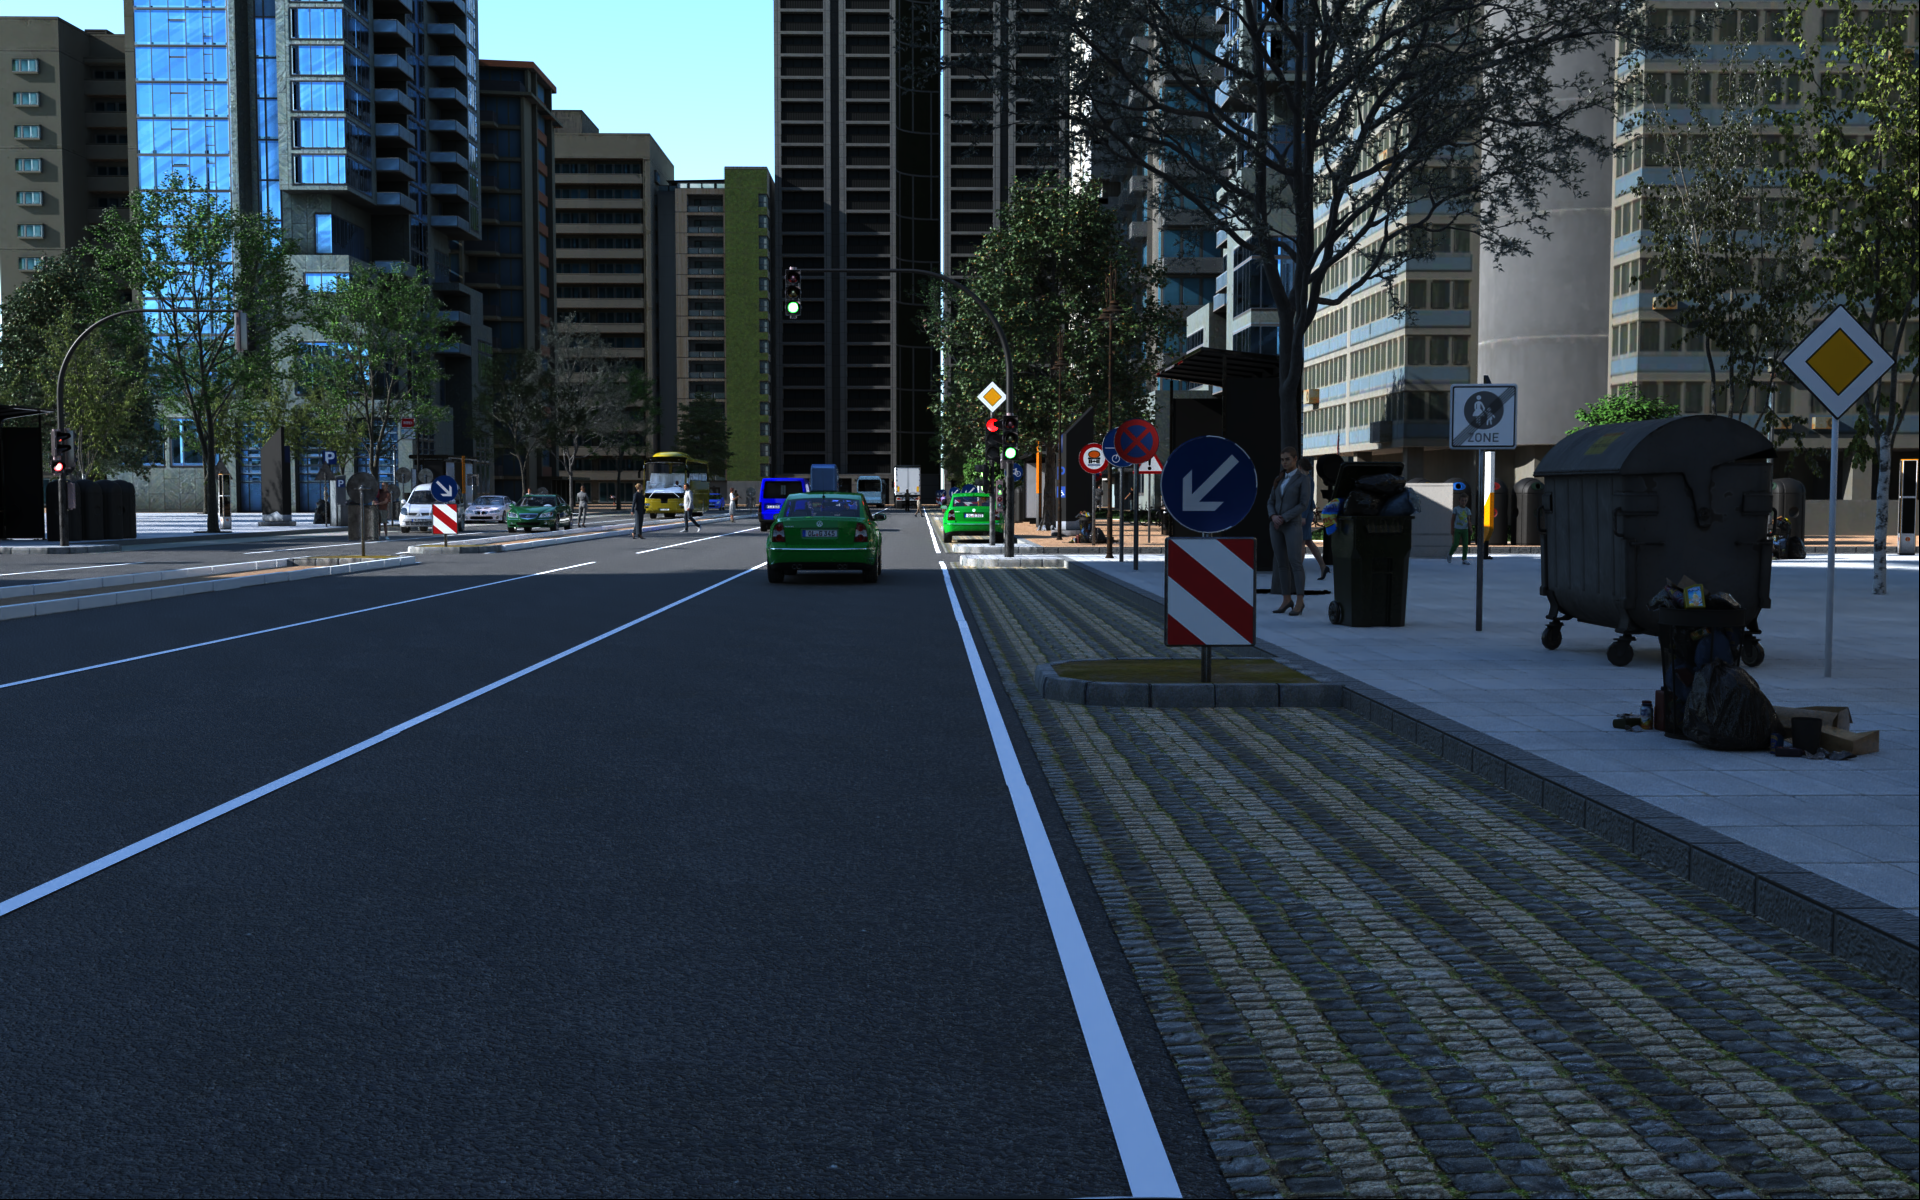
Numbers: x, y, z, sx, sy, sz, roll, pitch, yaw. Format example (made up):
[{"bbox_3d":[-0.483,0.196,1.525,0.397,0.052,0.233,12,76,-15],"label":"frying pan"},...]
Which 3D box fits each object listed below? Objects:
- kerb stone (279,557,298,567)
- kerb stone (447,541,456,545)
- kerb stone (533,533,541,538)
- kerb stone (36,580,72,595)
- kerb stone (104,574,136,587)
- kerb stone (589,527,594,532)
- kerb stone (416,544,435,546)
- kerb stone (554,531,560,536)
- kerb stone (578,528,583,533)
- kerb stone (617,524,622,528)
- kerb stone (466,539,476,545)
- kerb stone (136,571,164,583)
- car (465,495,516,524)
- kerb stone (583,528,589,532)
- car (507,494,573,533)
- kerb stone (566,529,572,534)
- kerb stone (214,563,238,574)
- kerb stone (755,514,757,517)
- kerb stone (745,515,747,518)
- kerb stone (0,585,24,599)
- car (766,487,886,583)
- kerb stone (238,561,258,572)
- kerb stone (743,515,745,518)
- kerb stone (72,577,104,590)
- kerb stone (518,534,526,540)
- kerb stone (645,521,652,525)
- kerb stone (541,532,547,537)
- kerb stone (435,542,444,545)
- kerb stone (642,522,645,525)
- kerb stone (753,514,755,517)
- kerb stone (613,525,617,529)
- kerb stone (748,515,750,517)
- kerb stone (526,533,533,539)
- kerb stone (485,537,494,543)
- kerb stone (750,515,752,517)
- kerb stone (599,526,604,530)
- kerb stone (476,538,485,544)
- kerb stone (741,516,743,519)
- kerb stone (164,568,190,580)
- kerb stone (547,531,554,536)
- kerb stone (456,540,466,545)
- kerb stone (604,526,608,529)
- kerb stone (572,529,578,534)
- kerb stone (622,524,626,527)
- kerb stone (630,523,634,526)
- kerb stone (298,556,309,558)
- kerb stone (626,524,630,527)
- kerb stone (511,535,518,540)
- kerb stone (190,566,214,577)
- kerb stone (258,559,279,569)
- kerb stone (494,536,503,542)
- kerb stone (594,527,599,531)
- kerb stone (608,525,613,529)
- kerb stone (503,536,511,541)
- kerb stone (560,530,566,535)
[{"bbox_3d":[-13.362,-0.734,34.202,0.120,0.150,1.000,0,4,-1],"label":"kerb stone"},{"bbox_3d":[-13.643,-1.455,46.010,0.120,0.150,1.000,0,4,-1],"label":"kerb stone"},{"bbox_3d":[-13.882,-2.085,56.278,0.120,0.150,1.000,0,4,-1],"label":"kerb stone"},{"bbox_3d":[-13.142,-0.166,24.968,0.120,0.150,1.000,0,4,-1],"label":"kerb stone"},{"bbox_3d":[-13.188,-0.295,27.019,0.120,0.150,1.000,0,4,-1],"label":"kerb stone"},{"bbox_3d":[-14.102,-2.644,65.513,0.120,0.150,1.000,0,4,-1],"label":"kerb stone"},{"bbox_3d":[-13.603,-1.331,43.964,0.120,0.150,1.000,0,4,-1],"label":"kerb stone"},{"bbox_3d":[-13.954,-2.272,59.367,0.120,0.150,1.000,0,4,-1],"label":"kerb stone"},{"bbox_3d":[-14.050,-2.524,63.464,0.120,0.150,1.000,0,4,-1],"label":"kerb stone"},{"bbox_3d":[-14.251,-3.018,71.669,0.120,0.150,1.000,0,4,-1],"label":"kerb stone"},{"bbox_3d":[-13.683,-1.582,48.062,0.120,0.150,1.000,0,4,-1],"label":"kerb stone"},{"bbox_3d":[-13.218,-0.358,28.053,0.120,0.150,1.000,0,4,-1],"label":"kerb stone"},{"bbox_3d":[-23.000,-4.449,85.098,2.083,1.381,4.827,0,4,-3],"label":"car"},{"bbox_3d":[-14.081,-2.587,64.491,0.120,0.150,1.000,0,4,-1],"label":"kerb stone"},{"bbox_3d":[-15.947,-3.308,65.882,2.131,1.459,4.920,0,4,-2],"label":"car"},{"bbox_3d":[-14.002,-2.399,61.411,0.120,0.150,1.000,0,4,-1],"label":"kerb stone"},{"bbox_3d":[-13.286,-0.546,31.124,0.120,0.150,1.000,0,4,-1],"label":"kerb stone"},{"bbox_3d":[-13.013,-5.284,108.592,0.120,0.150,1.000,0,4,-1],"label":"kerb stone"},{"bbox_3d":[-12.870,-4.908,102.439,0.120,0.150,1.000,0,4,-1],"label":"kerb stone"},{"bbox_3d":[-13.131,-0.107,23.946,0.120,0.150,1.000,0,4,-1],"label":"kerb stone"},{"bbox_3d":[-2.240,-1.256,29.324,1.959,1.807,4.718,0,4,-1],"label":"car"},{"bbox_3d":[-13.321,-0.609,32.145,0.120,0.150,1.000,0,4,-1],"label":"kerb stone"},{"bbox_3d":[-12.849,-4.845,101.417,0.120,0.150,1.000,0,4,-1],"label":"kerb stone"},{"bbox_3d":[-13.174,-0.232,25.989,0.120,0.150,1.000,0,4,-1],"label":"kerb stone"},{"bbox_3d":[-13.834,-1.959,54.229,0.120,0.150,1.000,0,4,-1],"label":"kerb stone"},{"bbox_3d":[-14.441,-3.527,79.856,0.120,0.150,1.000,0,4,-1],"label":"kerb stone"},{"bbox_3d":[-13.908,-2.148,57.308,0.120,0.150,1.000,0,4,-1],"label":"kerb stone"},{"bbox_3d":[-13.626,-1.388,44.988,0.120,0.150,1.000,0,4,-1],"label":"kerb stone"},{"bbox_3d":[-14.402,-3.399,77.808,0.120,0.150,1.000,0,4,-1],"label":"kerb stone"},{"bbox_3d":[-12.998,-5.218,107.570,0.120,0.150,1.000,0,4,-1],"label":"kerb stone"},{"bbox_3d":[-14.227,-2.962,70.639,0.120,0.150,1.000,0,4,-1],"label":"kerb stone"},{"bbox_3d":[-12.929,-5.034,104.498,0.120,0.150,1.000,0,4,-1],"label":"kerb stone"},{"bbox_3d":[-13.864,-2.022,55.256,0.120,0.150,1.000,0,4,-1],"label":"kerb stone"},{"bbox_3d":[-13.744,-1.707,50.112,0.120,0.150,1.000,0,4,-1],"label":"kerb stone"},{"bbox_3d":[-12.950,-5.096,105.521,0.120,0.150,1.000,0,4,-1],"label":"kerb stone"},{"bbox_3d":[-14.156,-2.775,67.564,0.120,0.150,1.000,0,4,-1],"label":"kerb stone"},{"bbox_3d":[-13.715,-1.645,49.084,0.120,0.150,1.000,0,4,-1],"label":"kerb stone"},{"bbox_3d":[-12.830,-4.783,100.392,0.120,0.150,1.000,0,4,-1],"label":"kerb stone"},{"bbox_3d":[-13.242,-0.419,29.080,0.120,0.150,1.000,0,4,-1],"label":"kerb stone"},{"bbox_3d":[-13.928,-2.210,58.330,0.120,0.150,1.000,0,4,-1],"label":"kerb stone"},{"bbox_3d":[-13.673,-1.520,47.040,0.120,0.150,1.000,0,4,-1],"label":"kerb stone"},{"bbox_3d":[-14.172,-2.834,68.591,0.120,0.150,1.000,0,4,-1],"label":"kerb stone"},{"bbox_3d":[-14.033,-2.461,62.435,0.120,0.150,1.000,0,4,-1],"label":"kerb stone"},{"bbox_3d":[-14.272,-3.088,72.691,0.120,0.150,1.000,0,4,-1],"label":"kerb stone"},{"bbox_3d":[-14.319,-3.213,74.735,0.120,0.150,1.000,0,4,-1],"label":"kerb stone"},{"bbox_3d":[-13.383,-0.795,35.228,0.120,0.150,1.000,0,4,-1],"label":"kerb stone"},{"bbox_3d":[-14.294,-3.151,73.713,0.120,0.150,1.000,0,4,-1],"label":"kerb stone"},{"bbox_3d":[-13.820,-1.893,53.201,0.120,0.150,1.000,0,4,-1],"label":"kerb stone"},{"bbox_3d":[-13.269,-0.484,30.102,0.120,0.150,1.000,0,4,-1],"label":"kerb stone"},{"bbox_3d":[-13.341,-0.671,33.174,0.120,0.150,1.000,0,4,-1],"label":"kerb stone"},{"bbox_3d":[-13.756,-1.770,51.135,0.120,0.150,1.000,0,4,-1],"label":"kerb stone"},{"bbox_3d":[-14.131,-2.710,66.538,0.120,0.150,1.000,0,4,-1],"label":"kerb stone"},{"bbox_3d":[-14.199,-2.900,69.617,0.120,0.150,1.000,0,4,-1],"label":"kerb stone"},{"bbox_3d":[-13.793,-1.833,52.162,0.120,0.150,1.000,0,4,-1],"label":"kerb stone"},{"bbox_3d":[-13.987,-2.336,60.389,0.120,0.150,1.000,0,4,-1],"label":"kerb stone"}]
